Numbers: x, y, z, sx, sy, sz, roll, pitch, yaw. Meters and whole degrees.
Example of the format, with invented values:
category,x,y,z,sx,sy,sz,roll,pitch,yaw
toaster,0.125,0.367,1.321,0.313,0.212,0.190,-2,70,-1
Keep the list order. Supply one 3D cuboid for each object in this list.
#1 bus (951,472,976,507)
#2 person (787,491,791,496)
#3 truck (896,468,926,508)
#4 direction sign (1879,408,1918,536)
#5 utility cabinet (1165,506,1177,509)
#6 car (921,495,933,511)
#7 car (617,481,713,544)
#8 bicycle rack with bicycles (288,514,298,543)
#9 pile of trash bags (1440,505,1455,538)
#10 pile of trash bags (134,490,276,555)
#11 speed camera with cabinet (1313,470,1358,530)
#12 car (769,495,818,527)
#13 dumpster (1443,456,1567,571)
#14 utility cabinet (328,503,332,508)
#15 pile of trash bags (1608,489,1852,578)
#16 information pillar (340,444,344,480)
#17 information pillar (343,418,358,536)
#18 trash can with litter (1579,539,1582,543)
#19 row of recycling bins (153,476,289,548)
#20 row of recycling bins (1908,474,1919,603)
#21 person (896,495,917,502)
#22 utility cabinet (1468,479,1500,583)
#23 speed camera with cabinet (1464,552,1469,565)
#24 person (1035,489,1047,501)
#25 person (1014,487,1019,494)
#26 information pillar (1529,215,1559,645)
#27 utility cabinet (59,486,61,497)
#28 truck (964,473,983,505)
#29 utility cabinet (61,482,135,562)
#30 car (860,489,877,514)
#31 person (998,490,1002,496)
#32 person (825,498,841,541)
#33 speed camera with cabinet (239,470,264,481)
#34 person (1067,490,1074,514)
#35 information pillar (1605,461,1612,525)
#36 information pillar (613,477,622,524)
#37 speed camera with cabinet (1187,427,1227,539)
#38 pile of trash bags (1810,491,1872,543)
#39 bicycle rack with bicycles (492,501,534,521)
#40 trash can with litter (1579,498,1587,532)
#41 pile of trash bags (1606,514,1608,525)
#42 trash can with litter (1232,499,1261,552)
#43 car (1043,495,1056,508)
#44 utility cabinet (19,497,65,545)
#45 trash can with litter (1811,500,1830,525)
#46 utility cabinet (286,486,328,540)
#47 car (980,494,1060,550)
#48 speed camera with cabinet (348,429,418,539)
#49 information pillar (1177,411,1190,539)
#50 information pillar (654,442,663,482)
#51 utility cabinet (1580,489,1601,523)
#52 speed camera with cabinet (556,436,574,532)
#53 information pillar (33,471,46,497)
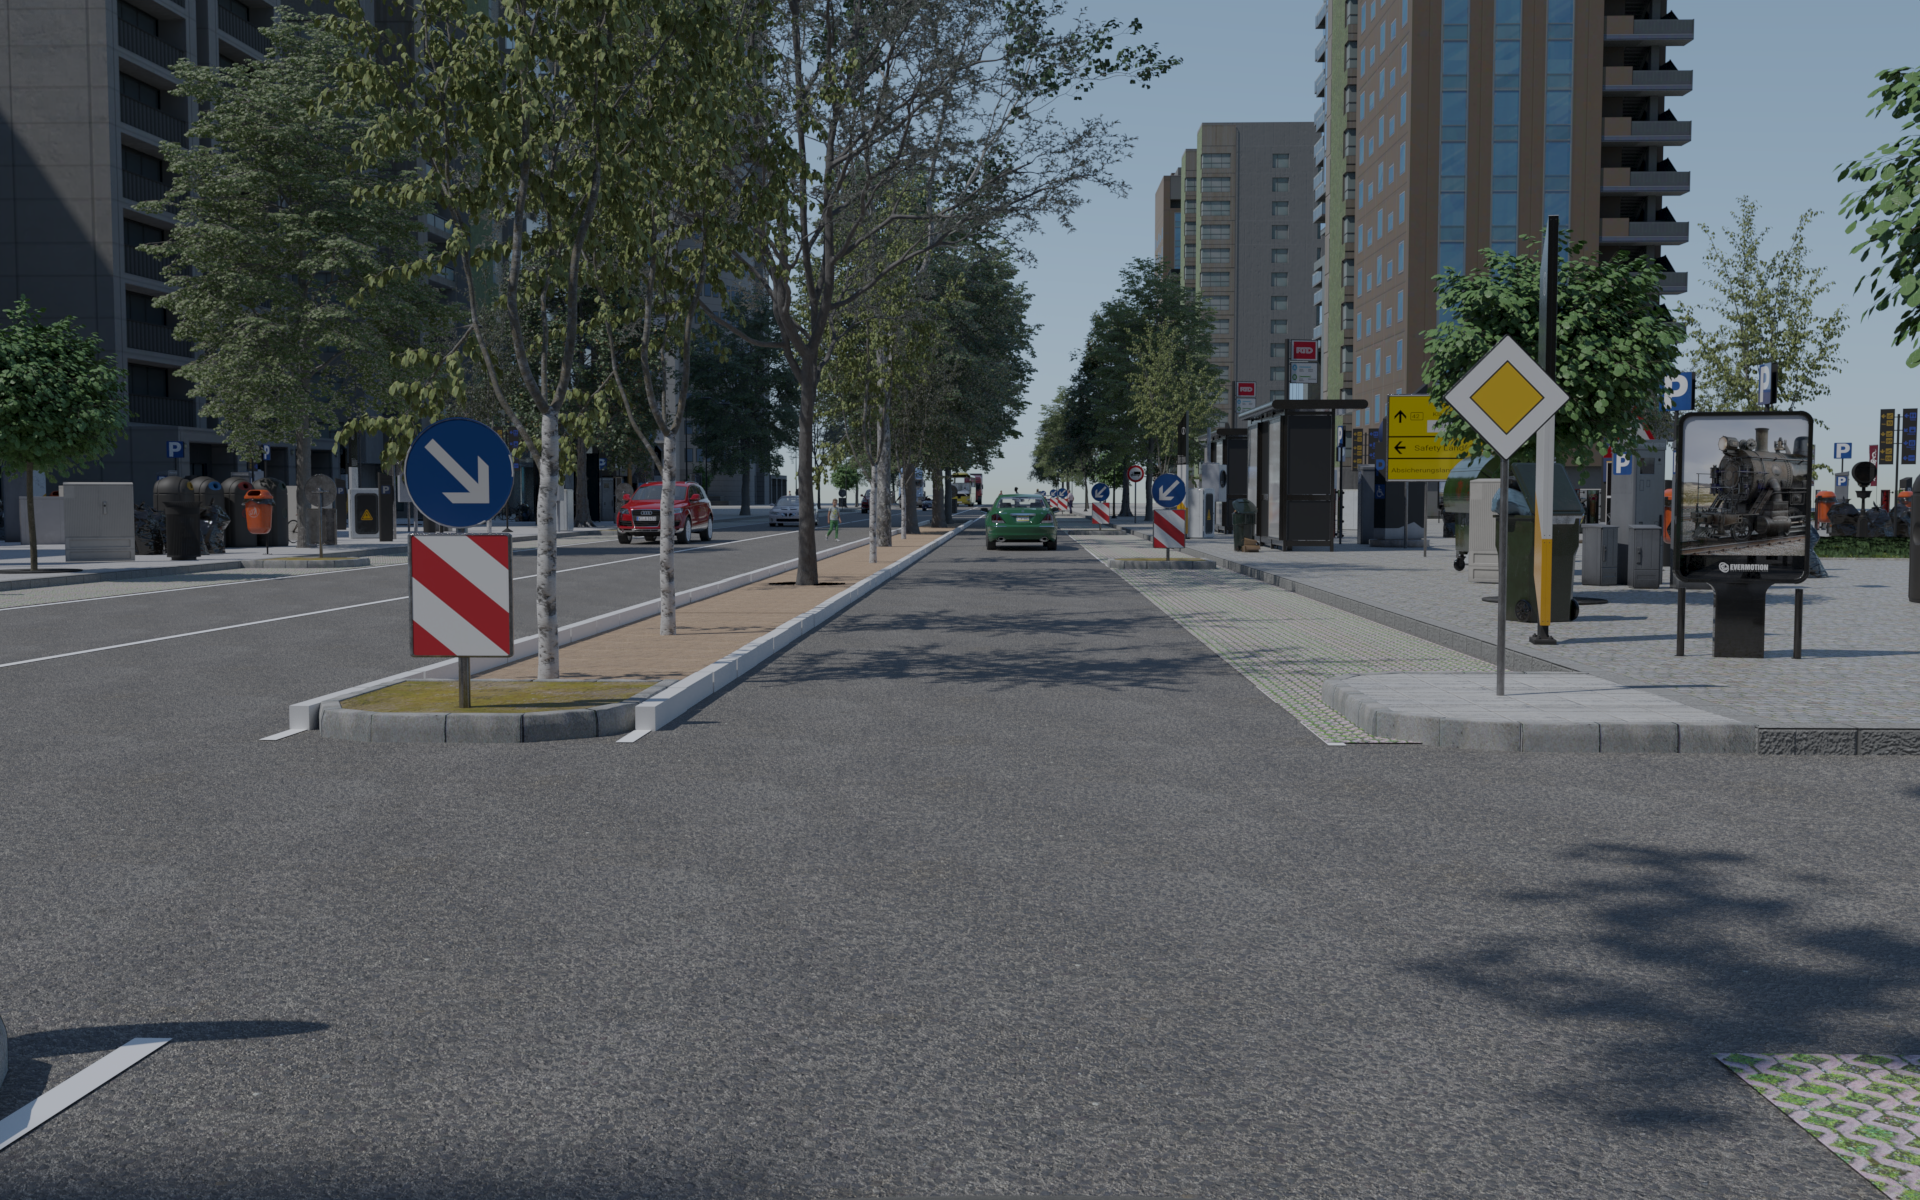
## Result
category,x,y,z,sx,sy,sz,roll,pitch,yaw
bus,0.227,-12.482,195.630,2.896,3.916,12.252,0,4,3
person,-16.426,-9.585,165.748,0.750,1.759,0.617,1,4,22
truck,-4.756,-11.817,182.973,2.967,4.110,18.799,0,4,1
direction sign,24.834,-3.297,45.910,0.876,3.537,0.379,3,4,36
utility cabinet,10.043,-4.397,80.565,0.318,1.500,1.173,-3,4,-38
car,-2.302,-8.244,147.368,1.945,1.354,3.894,0,4,2
car,-8.693,-2.612,51.376,2.281,1.827,5.304,0,4,3
bicycle rack with bicycles,-17.887,-1.969,45.576,2.852,0.926,2.925,1,4,8
pile of trash bags,15.113,-2.532,51.149,1.912,1.369,3.447,0,4,-5
pile of trash bags,-16.111,-1.652,36.767,3.447,1.369,1.912,1,4,12
speed camera with cabinet,13.597,-4.128,61.821,0.660,3.252,2.038,-3,5,-42
car,-7.432,-3.996,77.695,2.083,1.381,4.827,0,4,1
dumpster,8.780,-1.556,27.941,1.502,2.255,1.985,0,4,2
utility cabinet,-19.001,-2.595,51.111,0.318,1.500,1.173,1,4,13
pile of trash bags,12.182,-1.096,27.667,1.912,1.369,3.447,-1,4,-9
information pillar,-26.002,-5.001,73.115,0.504,3.616,0.183,3,5,44
information pillar,-18.766,-3.806,53.576,0.183,3.616,0.504,0,4,3
trash can with litter,15.402,-2.089,45.208,2.233,1.210,1.678,0,4,-3
row of recycling bins,-17.625,-2.092,41.325,1.069,1.692,3.534,2,4,27
row of recycling bins,12.900,-0.777,19.825,3.534,1.692,1.069,1,4,21
person,-3.204,-5.772,102.891,1.348,1.821,0.705,1,4,16
utility cabinet,7.855,-0.976,24.630,1.173,1.500,0.318,3,5,40
speed camera with cabinet,9.805,-2.291,31.788,0.660,3.252,2.038,2,4,30
person,5.413,-6.864,120.808,1.350,1.814,0.705,0,4,1
person,2.710,-4.587,83.841,0.374,1.781,0.599,1,4,17
information pillar,5.024,-1.437,14.856,0.183,3.616,0.504,1,4,11
utility cabinet,-23.481,-2.294,46.185,1.173,1.500,0.318,2,4,27
truck,1.811,-15.118,236.086,2.839,4.237,11.283,0,4,1
utility cabinet,-16.203,-1.463,32.606,1.173,1.500,0.318,-2,4,-27
car,-6.245,-7.357,128.953,2.281,1.827,5.304,0,4,0
person,4.404,-10.729,183.851,1.348,1.831,0.705,-3,5,-44
person,-3.840,-2.428,52.448,0.590,1.304,0.306,3,5,45
speed camera with cabinet,-26.406,-4.379,65.931,0.660,3.252,2.038,2,4,26
person,7.148,-6.335,113.023,0.756,1.711,0.436,-3,5,-44
information pillar,14.682,-2.098,38.793,0.304,2.012,0.304,-1,4,-12
information pillar,-14.910,-4.340,75.456,0.304,2.012,0.304,-2,4,-34
speed camera with cabinet,7.219,-3.446,50.672,0.660,3.252,2.038,2,4,27
pile of trash bags,25.417,-2.404,49.051,1.912,1.369,3.447,-1,4,-10
bicycle rack with bicycles,-21.877,-4.378,84.955,2.925,0.926,2.852,0,4,-2
trash can with litter,19.817,-2.736,56.122,0.624,1.170,1.055,-2,4,-31
pile of trash bags,13.680,-1.392,32.510,1.912,1.369,3.447,-2,4,-32
trash can with litter,6.427,-1.654,38.424,0.624,1.170,1.055,-1,4,-9
car,8.725,-9.751,172.002,1.945,1.354,3.894,0,4,3
utility cabinet,-23.280,-2.006,43.958,1.020,1.237,0.306,-2,4,-28
trash can with litter,34.028,-3.415,66.900,1.678,1.210,2.233,3,5,43
utility cabinet,-18.169,-2.399,47.902,1.173,1.500,0.318,1,4,14
car,1.592,-2.075,45.717,2.131,1.459,4.920,0,4,0
speed camera with cabinet,-16.625,-3.413,50.143,2.038,3.252,0.660,-2,4,-23
information pillar,6.323,-3.531,49.079,0.183,3.616,0.504,-2,4,-23
information pillar,-13.553,-5.290,77.846,0.504,3.616,0.183,3,4,36
utility cabinet,27.504,-4.094,75.613,1.173,1.500,0.318,-1,4,-9
speed camera with cabinet,-13.764,-3.977,59.353,0.660,3.252,2.038,0,4,0
information pillar,-30.534,-4.033,57.294,0.183,3.616,0.504,3,5,41
